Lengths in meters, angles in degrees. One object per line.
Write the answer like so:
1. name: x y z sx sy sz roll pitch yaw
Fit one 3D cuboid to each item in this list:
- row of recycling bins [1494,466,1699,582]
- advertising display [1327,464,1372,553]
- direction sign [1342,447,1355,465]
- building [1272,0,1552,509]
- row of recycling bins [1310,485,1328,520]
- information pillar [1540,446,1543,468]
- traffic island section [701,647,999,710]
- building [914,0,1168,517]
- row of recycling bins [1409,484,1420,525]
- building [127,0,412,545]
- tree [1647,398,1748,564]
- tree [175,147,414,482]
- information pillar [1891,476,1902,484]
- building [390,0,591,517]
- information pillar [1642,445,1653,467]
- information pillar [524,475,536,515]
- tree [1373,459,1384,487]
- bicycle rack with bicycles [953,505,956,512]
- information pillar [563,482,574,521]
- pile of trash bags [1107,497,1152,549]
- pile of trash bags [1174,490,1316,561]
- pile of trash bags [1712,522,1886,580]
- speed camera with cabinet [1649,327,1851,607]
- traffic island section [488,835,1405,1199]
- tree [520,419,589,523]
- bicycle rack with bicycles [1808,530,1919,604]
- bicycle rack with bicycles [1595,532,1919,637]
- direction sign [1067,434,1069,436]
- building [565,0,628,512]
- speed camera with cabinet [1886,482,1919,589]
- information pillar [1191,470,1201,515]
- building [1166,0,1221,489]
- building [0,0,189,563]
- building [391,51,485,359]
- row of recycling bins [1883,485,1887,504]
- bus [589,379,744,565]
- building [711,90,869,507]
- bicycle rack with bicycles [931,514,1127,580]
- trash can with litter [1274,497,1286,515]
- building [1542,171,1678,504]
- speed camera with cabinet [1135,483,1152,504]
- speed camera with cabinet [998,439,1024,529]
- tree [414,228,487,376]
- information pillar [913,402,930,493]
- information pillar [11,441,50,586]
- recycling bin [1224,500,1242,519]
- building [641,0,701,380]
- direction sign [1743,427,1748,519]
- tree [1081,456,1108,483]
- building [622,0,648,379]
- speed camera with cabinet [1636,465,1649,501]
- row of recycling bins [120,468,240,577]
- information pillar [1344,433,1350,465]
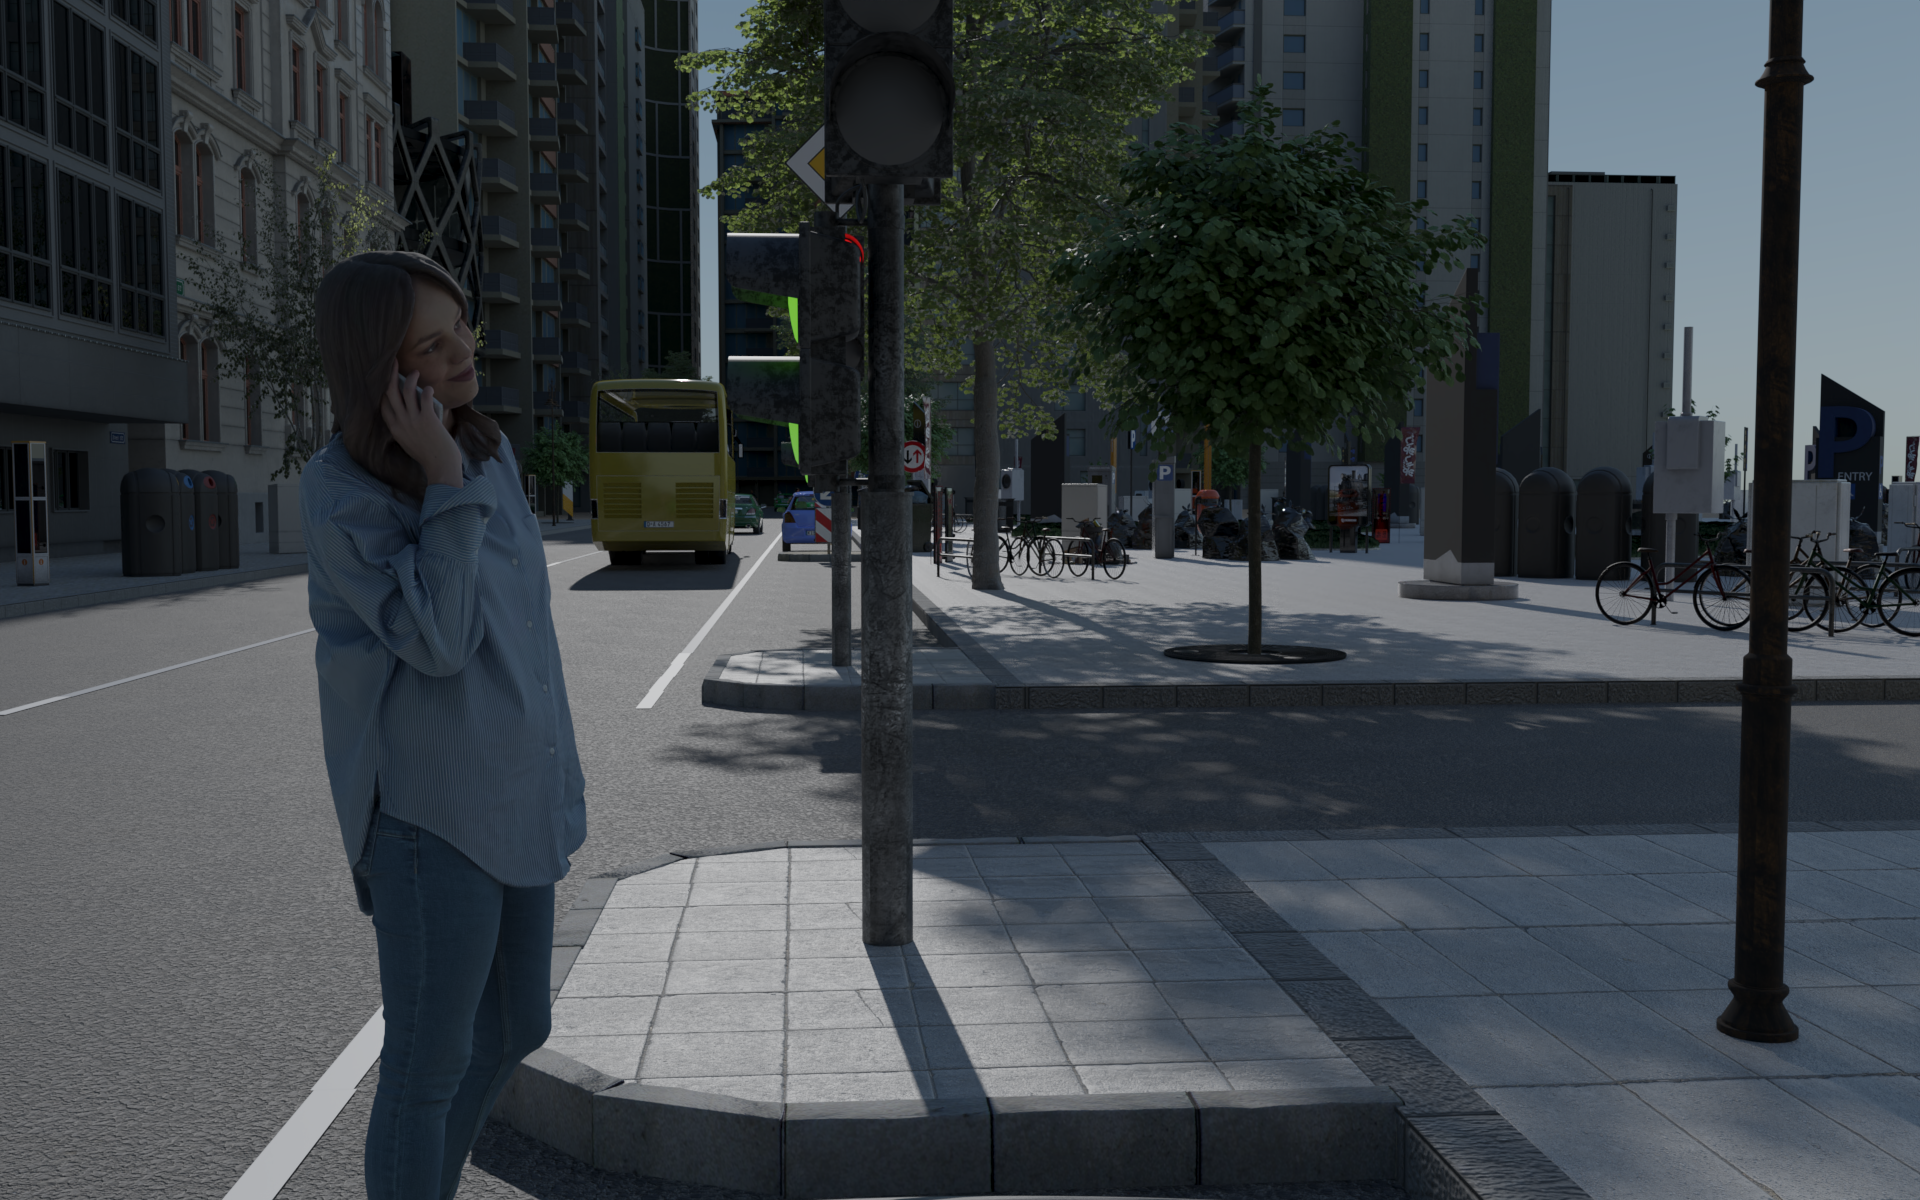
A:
1. row of recycling bins: 9.389 -1.174 26.301 3.534 1.692 1.069 3 5 40
2. advertising display: 8.465 -1.986 37.679 0.974 1.923 0.123 3 4 39
3. direction sign: 18.679 -5.589 83.377 0.876 3.537 0.379 -2 4 -33
4. building: 34.761 -37.372 153.026 28.212 58.520 21.231 0 4 -5
5. row of recycling bins: 16.280 -4.195 75.708 1.069 1.692 3.534 -1 4 -17
6. information pillar: 28.517 -5.729 85.031 0.183 3.616 0.504 1 4 14
7. traffic island section: -0.861 0.571 12.939 2.009 0.180 2.903 0 4 -5
8. building: 4.178 -25.655 103.051 14.154 41.232 14.086 0 4 -5
9. row of recycling bins: 19.166 -4.095 74.069 1.069 1.692 3.534 1 4 12
10. building: -24.853 -15.976 48.595 14.401 28.519 23.554 0 4 -5
11. tree: 13.252 -2.274 31.786 1.663 3.219 1.824 0 3 0
12. tree: -13.774 -5.241 36.047 4.360 8.622 3.978 0 3 0
13. information pillar: 37.241 -3.939 68.892 0.304 2.012 0.304 -3 4 -39
14. building: -33.666 -27.245 100.081 22.147 44.769 28.867 0 4 -5
15. information pillar: 32.508 -5.536 81.872 0.504 3.616 0.183 3 4 38
16. information pillar: -16.528 -3.800 66.623 0.304 2.012 0.304 3 5 44
17. tree: 20.690 -5.343 81.953 1.663 3.219 1.824 0 3 0
18. bicycle rack with bicycles: -0.854 -2.675 57.112 2.925 0.926 2.852 -1 4 -21
19. information pillar: -18.915 -5.638 83.533 0.504 3.616 0.183 -2 4 -29
20. pile of trash bags: 4.009 -1.881 40.512 3.447 1.369 1.912 -2 4 -34
21. pile of trash bags: 5.624 -1.534 34.834 1.912 1.369 3.447 -1 4 -20
22. pile of trash bags: 13.598 -1.039 26.733 3.447 1.369 1.912 0 4 0
23. speed camera with cabinet: 9.269 -1.588 20.293 2.038 3.252 0.660 3 4 37
24. traffic island section: -0.186 1.058 4.982 2.009 0.180 2.903 0 4 -5
25. tree: -17.691 -5.654 76.151 4.285 4.588 4.351 0 3 0
26. bicycle rack with bicycles: 12.709 -0.492 21.432 2.925 0.926 2.852 -3 4 -36
27. bicycle rack with bicycles: 8.017 -0.194 16.559 2.852 0.926 2.925 -2 4 -34
28. direction sign: 3.878 -4.441 64.613 0.379 3.537 0.876 2 4 29
29. building: -31.304 -26.808 121.901 14.154 41.232 14.086 0 4 -5
30. speed camera with cabinet: 13.749 -1.785 23.517 2.038 3.252 0.660 0 4 -6
31. information pillar: 7.276 -2.993 53.431 0.304 2.012 0.304 0 4 7
32. building: 6.062 -28.746 124.615 22.147 44.769 28.867 0 4 -5
33. building: -22.693 -14.157 24.975 14.314 27.812 24.014 0 4 -5
34. building: -27.967 -12.336 69.153 16.820 18.784 16.811 0 4 -5
35. row of recycling bins: 39.600 -4.179 75.444 1.069 1.692 3.534 -3 5 -40
36. bus: -6.265 -2.842 38.018 2.896 3.916 12.252 0 4 -7
37. building: -12.933 -32.375 183.956 28.867 44.769 22.147 0 4 -5
38. bicycle rack with bicycles: 0.884 -0.805 26.552 2.852 0.926 2.925 -1 4 -23
39. trash can with litter: 12.947 -3.477 68.236 1.055 1.170 0.624 -2 4 -28
40. building: 55.565 -23.686 158.966 14.107 30.474 14.160 0 4 -5
41. speed camera with cabinet: 9.518 -5.670 87.034 0.660 3.252 2.038 -2 4 -24
42. speed camera with cabinet: 1.483 -4.186 62.777 0.660 3.252 2.038 -2 4 -35
43. tree: -14.421 -5.773 44.756 4.360 8.622 3.978 0 3 0
44. information pillar: -0.979 -3.208 43.798 0.504 3.616 0.183 2 4 33
45. information pillar: -12.958 -1.203 24.156 0.304 2.012 0.304 1 4 14
46. recycling bin: 12.408 -4.042 78.644 0.722 1.027 0.722 0 4 1
47. building: -38.172 -45.412 180.734 20.611 71.187 20.563 0 4 -5
48. direction sign: 26.598 -4.079 58.697 0.379 3.537 0.876 2 4 31
49. tree: 7.166 -5.754 88.676 1.663 3.219 1.824 0 3 0
50. building: -38.139 -31.977 146.530 21.600 48.544 21.300 0 4 -5
51. speed camera with cabinet: 22.915 -3.767 55.929 2.038 3.252 0.660 -1 4 -9
52. row of recycling bins: -12.814 -1.305 28.449 1.069 1.692 3.534 0 4 -4
53. information pillar: 14.249 -4.433 63.832 0.183 3.616 0.504 0 4 -6
